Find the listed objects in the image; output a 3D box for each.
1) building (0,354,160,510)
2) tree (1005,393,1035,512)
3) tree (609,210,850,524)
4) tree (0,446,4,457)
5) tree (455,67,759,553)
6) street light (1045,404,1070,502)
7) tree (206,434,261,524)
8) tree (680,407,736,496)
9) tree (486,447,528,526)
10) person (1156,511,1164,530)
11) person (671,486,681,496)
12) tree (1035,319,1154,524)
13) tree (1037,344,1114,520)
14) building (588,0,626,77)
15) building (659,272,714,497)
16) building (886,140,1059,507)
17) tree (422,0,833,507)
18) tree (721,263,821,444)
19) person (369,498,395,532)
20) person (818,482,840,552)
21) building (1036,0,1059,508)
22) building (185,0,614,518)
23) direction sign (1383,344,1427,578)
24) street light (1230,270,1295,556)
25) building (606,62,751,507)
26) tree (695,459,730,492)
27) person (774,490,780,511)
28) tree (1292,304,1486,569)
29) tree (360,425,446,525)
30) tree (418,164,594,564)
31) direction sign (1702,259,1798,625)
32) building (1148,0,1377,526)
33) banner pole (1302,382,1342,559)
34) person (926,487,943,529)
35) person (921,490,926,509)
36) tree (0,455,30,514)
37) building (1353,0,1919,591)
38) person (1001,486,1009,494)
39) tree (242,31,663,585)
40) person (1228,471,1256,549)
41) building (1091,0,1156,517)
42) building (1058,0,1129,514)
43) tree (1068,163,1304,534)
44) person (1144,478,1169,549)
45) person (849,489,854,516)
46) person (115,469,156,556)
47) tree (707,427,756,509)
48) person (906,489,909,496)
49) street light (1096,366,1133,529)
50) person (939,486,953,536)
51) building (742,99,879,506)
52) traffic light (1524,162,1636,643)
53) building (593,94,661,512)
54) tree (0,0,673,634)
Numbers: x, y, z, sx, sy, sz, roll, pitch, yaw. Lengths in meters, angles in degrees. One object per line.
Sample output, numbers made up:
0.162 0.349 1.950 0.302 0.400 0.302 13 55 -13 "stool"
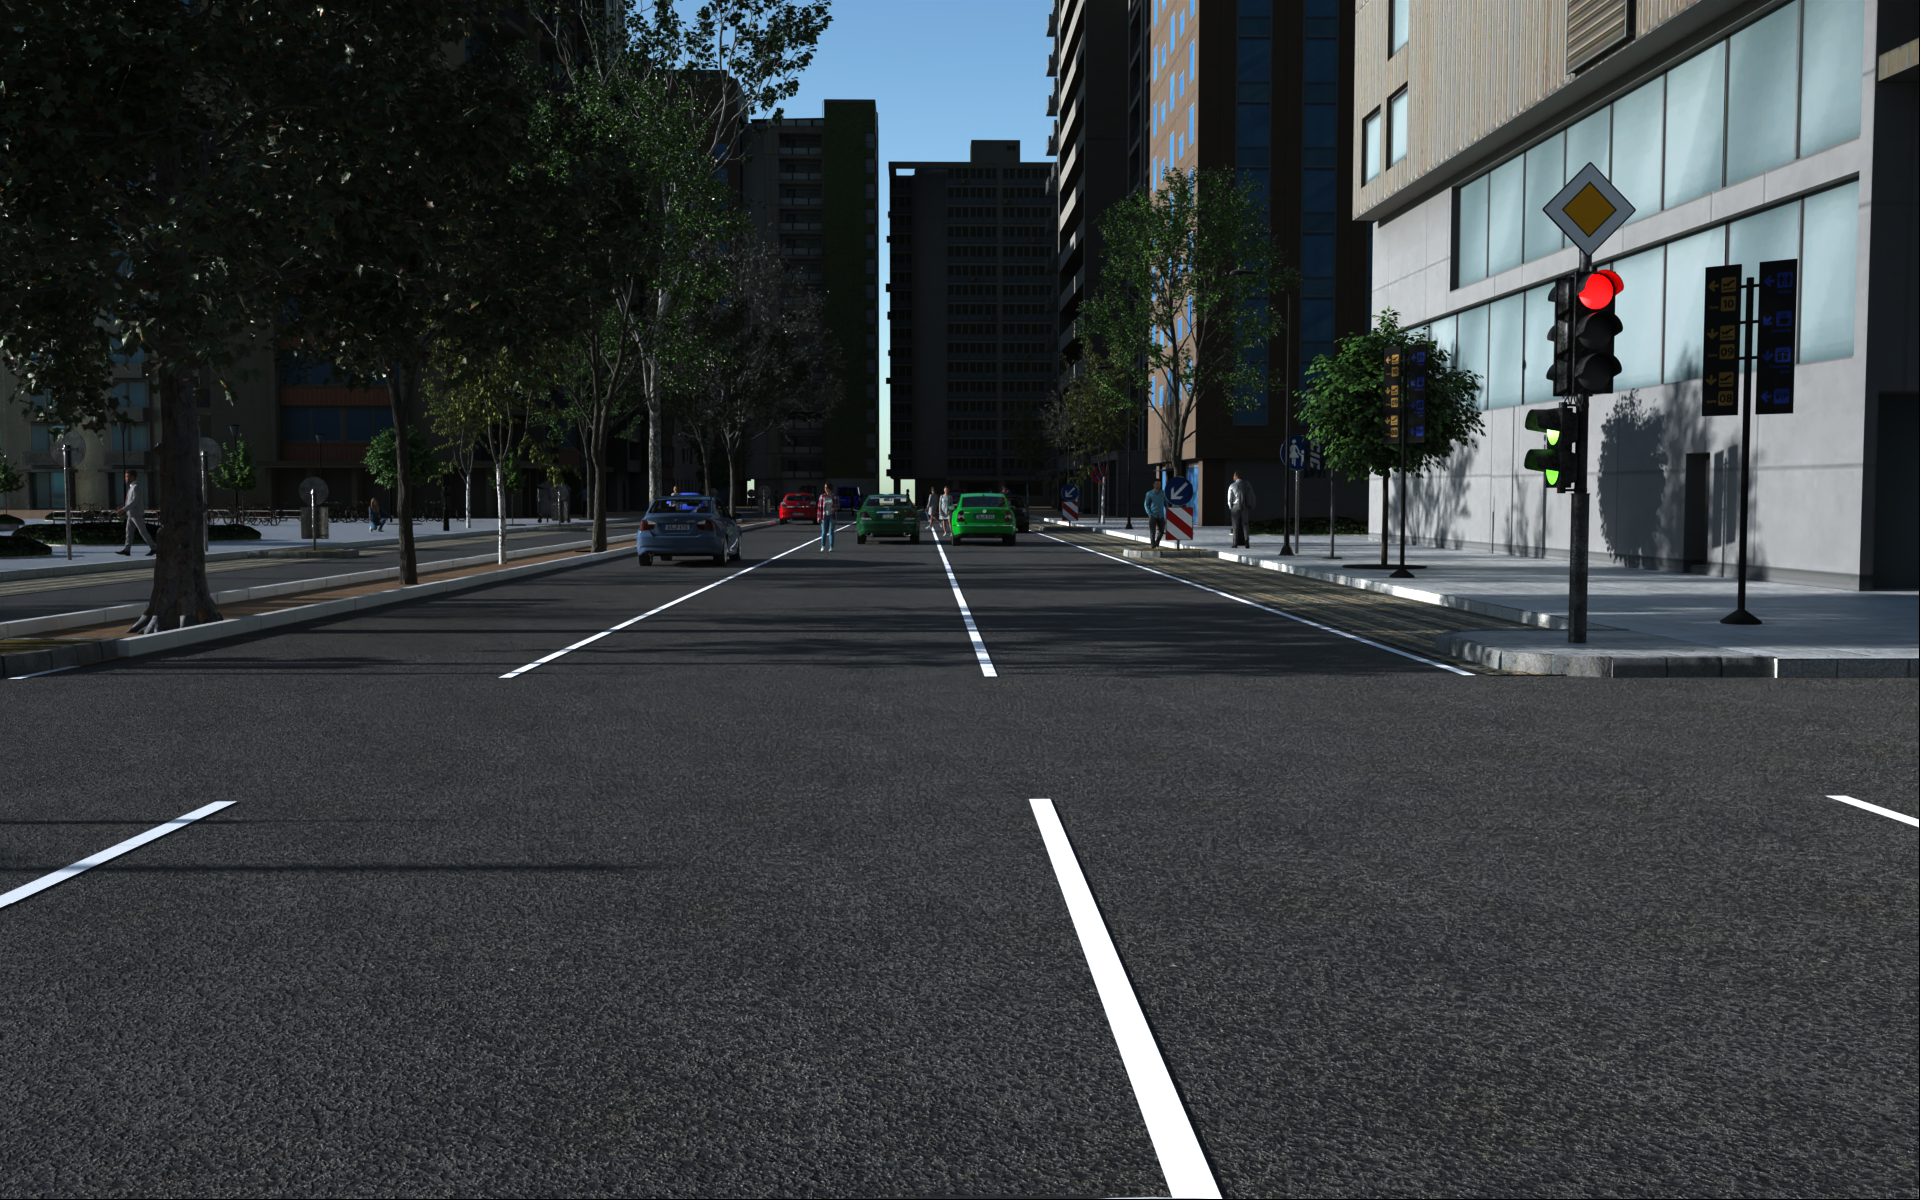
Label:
-67.010 -32.354 148.604 30.456 49.044 23.786 0 4 -1 "building"
4.987 -10.622 124.036 4.737 8.622 4.395 0 3 0 "tree"
-9.810 -9.890 74.521 12.009 13.543 11.850 0 3 0 "tree"
-26.469 -3.708 44.345 4.285 4.588 4.351 0 3 0 "tree"
-8.732 -6.960 42.009 9.928 11.665 9.643 0 3 0 "tree"
5.096 -7.172 89.796 1.470 5.913 1.316 0 4 -1 "street light"
-22.483 -3.660 54.446 1.663 3.219 1.824 0 3 0 "tree"
-19.049 -11.006 130.310 4.360 8.622 3.978 0 3 0 "tree"
-18.162 -4.644 70.533 1.663 3.219 1.824 0 3 0 "tree"
7.078 -3.075 61.336 0.382 1.210 0.505 -3 4 -37 "person"
-12.597 -4.146 76.647 0.694 1.780 0.624 0 4 -6 "person"
6.126 -7.537 73.587 4.737 8.622 4.395 0 3 0 "tree"
5.803 -8.293 85.954 4.360 8.622 3.978 0 3 0 "tree"
-47.453 -45.649 184.616 20.611 71.187 20.563 0 4 -1 "building"
-37.313 -18.587 148.945 28.899 21.520 27.650 0 4 -1 "building"
3.863 -30.631 192.697 23.993 40.220 32.217 0 4 -1 "building"
-10.593 -11.937 53.520 12.611 20.169 13.585 0 3 0 "tree"
-9.326 -7.820 64.728 8.767 10.594 7.601 0 4 -1 "tree"
-19.756 -2.901 58.968 1.012 1.151 0.738 -3 5 -40 "person"
-3.275 -2.076 43.280 0.563 1.720 0.643 0 4 1 "person"
18.943 -32.271 147.232 23.786 49.044 30.456 0 4 -1 "building"
-33.296 -27.440 103.268 22.147 44.769 28.867 0 4 -1 "building"
6.803 -2.113 26.549 0.379 3.537 0.876 -2 4 -30 "direction sign"
6.282 -3.882 36.006 1.470 5.913 1.316 0 4 -1 "street light"
-29.779 -32.608 183.257 14.200 45.320 14.600 0 4 -1 "building"
-20.566 -9.875 145.176 4.285 4.588 4.351 0 3 0 "tree"
-15.552 -8.453 147.418 0.721 1.736 1.217 -2 4 -26 "person"
7.321 -2.837 30.103 4.285 4.588 4.351 0 3 0 "tree"
-23.562 -5.463 73.035 4.285 4.588 4.351 0 3 0 "tree"
-9.235 -5.006 34.669 4.737 8.622 4.395 0 3 0 "tree"
7.748 -1.534 17.075 0.379 3.537 0.876 -3 5 -43 "direction sign"
15.996 -25.938 74.201 14.600 45.320 14.200 0 4 -1 "building"
7.158 -2.703 34.207 0.863 3.779 0.401 -1 4 -13 "banner pole"
-1.061 -3.829 71.847 0.760 1.731 0.466 1 4 13 "person"
-3.385 -9.454 163.203 0.705 1.807 1.348 1 4 16 "person"
-46.514 -5.488 84.323 1.663 3.219 1.824 0 3 0 "tree"
23.831 -27.114 32.555 27.495 52.752 28.713 0 4 -1 "building"
1.866 -3.959 73.588 0.532 1.782 0.716 3 5 41 "person"
-8.689 -5.535 27.361 8.767 10.594 7.601 0 4 -1 "tree"
6.651 -2.125 40.893 0.679 1.850 0.850 -1 4 -9 "person"
18.899 -40.431 99.306 20.563 71.187 20.611 0 4 -1 "building"
18.375 -30.419 121.056 21.300 48.544 21.600 0 4 -1 "building"
6.970 -7.901 54.931 9.928 11.665 9.643 0 3 0 "tree"
4.883 -2.112 43.054 0.660 1.820 0.620 -2 4 -24 "person"
-7.144 -6.391 113.714 0.721 1.735 1.217 0 4 1 "person"
-17.099 -1.812 35.950 0.850 1.792 0.678 -2 4 -28 "person"
-20.104 -12.353 152.335 4.737 8.622 4.395 0 3 0 "tree"
-4.087 -7.848 136.751 0.705 1.831 1.348 0 4 2 "person"
5.613 -5.526 62.884 1.470 5.913 1.316 0 4 -1 "street light"
-0.461 -3.050 59.367 0.512 1.701 0.522 0 4 3 "person"
-15.573 -30.541 182.946 14.086 41.232 14.154 0 4 -1 "building"
5.314 -1.586 14.847 0.839 4.253 0.868 0 4 -1 "traffic light"
-29.808 -21.633 125.397 14.160 30.474 14.107 0 4 -1 "building"
-8.092 -6.012 17.764 9.611 12.733 9.660 0 3 0 "tree"
